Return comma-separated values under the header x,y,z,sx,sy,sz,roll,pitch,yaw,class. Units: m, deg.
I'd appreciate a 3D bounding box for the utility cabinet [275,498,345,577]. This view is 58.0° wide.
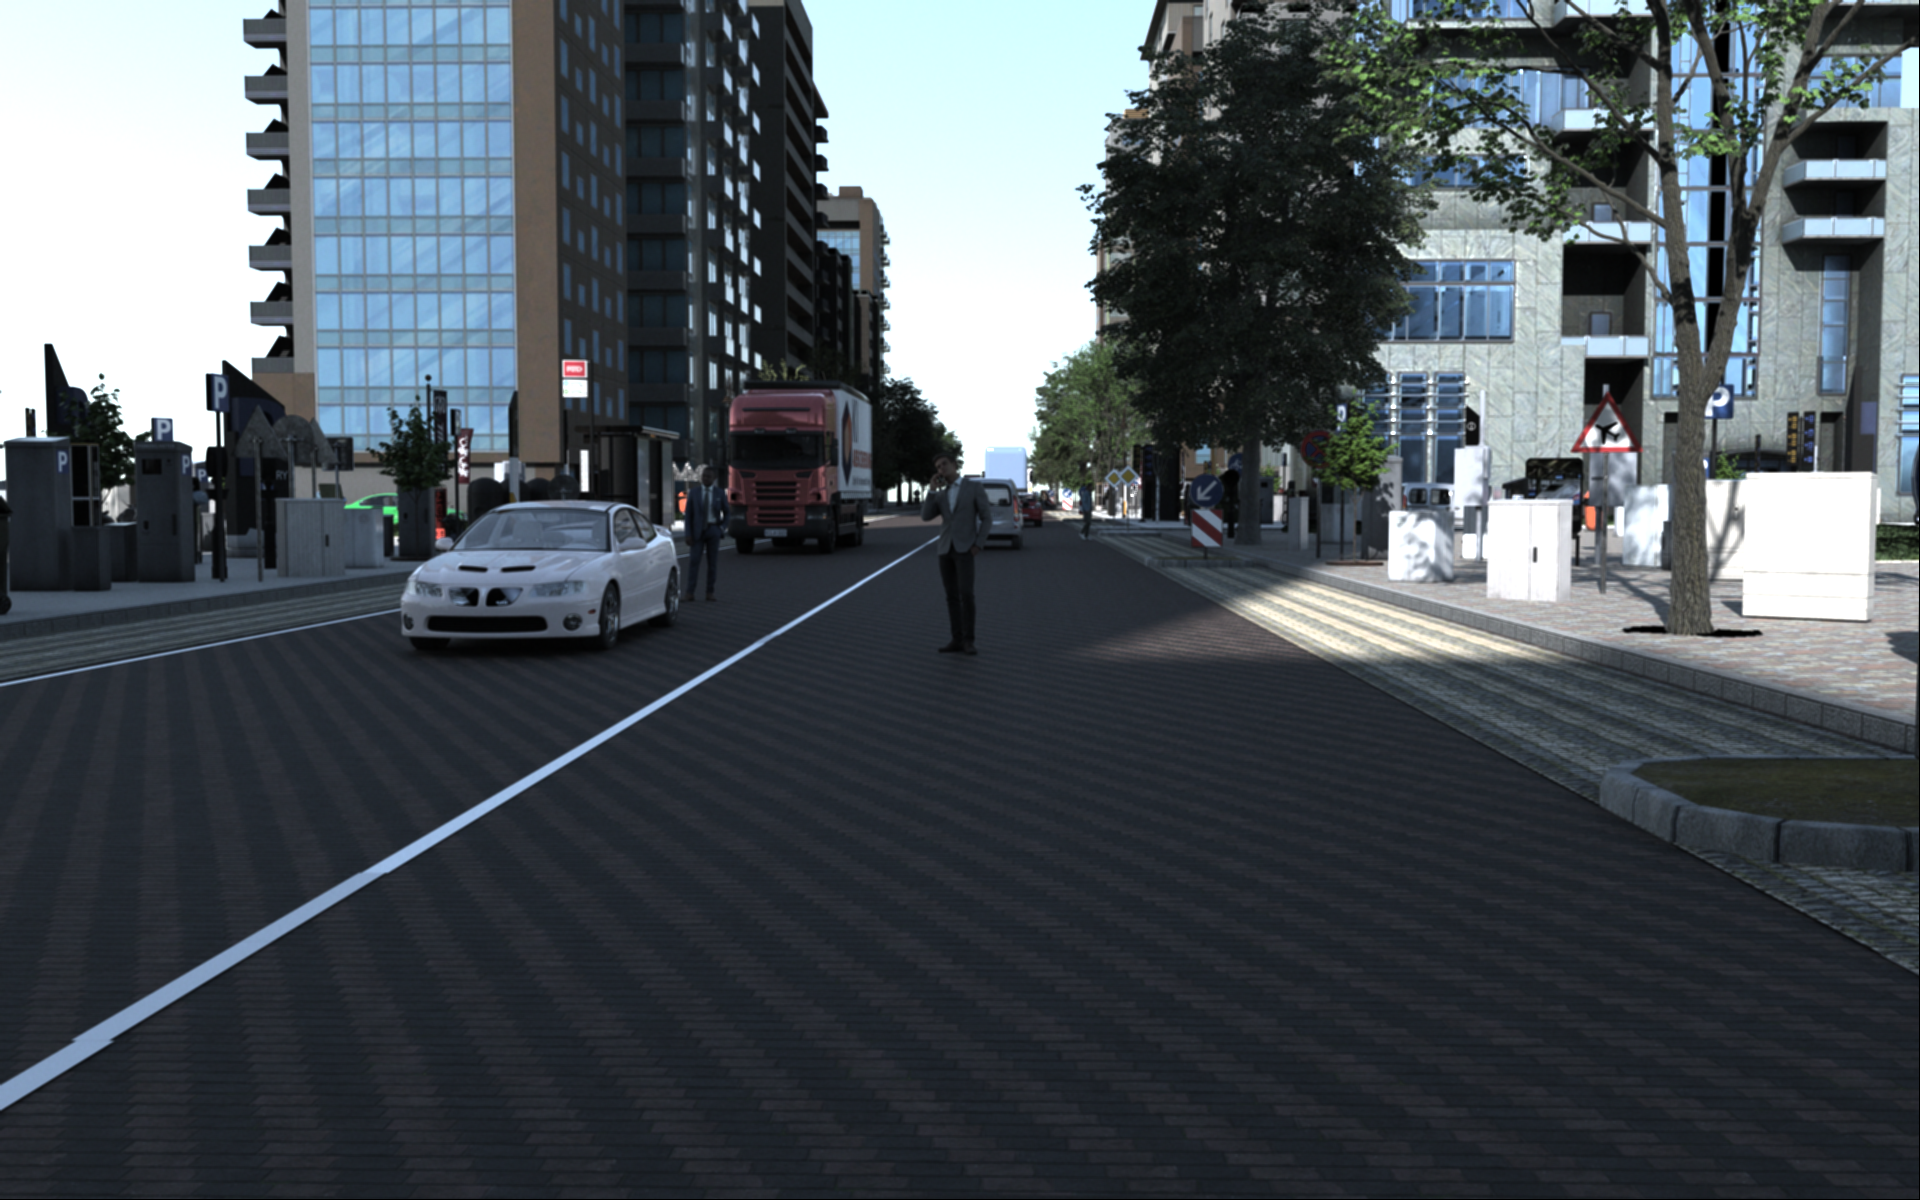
x,y,z,sx,sy,sz,roll,pitch,yaw,class
-10.153,-0.975,27.105,0.306,1.237,1.020,3,4,37,utility cabinet

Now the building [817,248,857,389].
x,y,z,sx,sy,sz,roll,pitch,yaw,class
-20.070,-26.276,201.317,14.160,30.474,14.107,0,4,2,building

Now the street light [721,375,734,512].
x,y,z,sx,sy,sz,roll,pitch,yaw,class
-8.970,-5.800,67.612,0.468,5.910,1.993,0,4,2,street light

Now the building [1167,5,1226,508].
x,y,z,sx,sy,sz,roll,pitch,yaw,class
26.669,-31.219,160.537,14.600,45.320,14.200,0,4,2,building

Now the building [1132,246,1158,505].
x,y,z,sx,sy,sz,roll,pitch,yaw,class
27.059,-26.353,202.568,14.160,30.474,14.107,0,4,2,building

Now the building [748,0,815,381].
x,y,z,sx,sy,sz,roll,pitch,yaw,class
-24.779,-32.421,153.789,21.300,48.544,21.600,0,4,2,building

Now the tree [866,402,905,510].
x,y,z,sx,sy,sz,roll,pitch,yaw,class
-6.813,-11.615,140.269,4.360,8.622,3.978,0,3,0,tree

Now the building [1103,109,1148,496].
x,y,z,sx,sy,sz,roll,pitch,yaw,class
33.083,-44.594,271.115,21.231,58.520,28.212,0,4,2,building

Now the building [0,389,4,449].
x,y,z,sx,sy,sz,roll,pitch,yaw,class
-65.822,-33.244,85.545,28.212,58.520,21.231,0,4,2,building

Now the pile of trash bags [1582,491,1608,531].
x,y,z,sx,sy,sz,roll,pitch,yaw,class
15.852,-1.807,39.289,3.447,1.369,1.912,0,4,1,pile of trash bags

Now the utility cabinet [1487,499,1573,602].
x,y,z,sx,sy,sz,roll,pitch,yaw,class
6.909,-0.605,21.051,0.306,1.237,1.020,-3,4,-36,utility cabinet

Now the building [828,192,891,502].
x,y,z,sx,sy,sz,roll,pitch,yaw,class
-22.631,-40.244,277.603,23.786,49.044,30.456,0,4,2,building

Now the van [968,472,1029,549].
x,y,z,sx,sy,sz,roll,pitch,yaw,class
0.844,-2.406,46.356,2.013,2.044,4.112,0,4,3,van

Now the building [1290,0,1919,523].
x,y,z,sx,sy,sz,roll,pitch,yaw,class
32.223,-47.134,83.315,31.000,86.520,22.319,0,4,2,building

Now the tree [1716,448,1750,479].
x,y,z,sx,sy,sz,roll,pitch,yaw,class
31.756,-4.748,72.230,1.663,3.219,1.824,0,3,0,tree

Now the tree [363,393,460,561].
x,y,z,sx,sy,sz,roll,pitch,yaw,class
-10.423,-2.370,33.355,1.663,3.219,1.824,0,3,0,tree

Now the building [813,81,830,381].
x,y,z,sx,sy,sz,roll,pitch,yaw,class
-25.281,-32.081,179.156,22.147,44.769,28.867,0,4,2,building

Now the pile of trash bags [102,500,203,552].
x,y,z,sx,sy,sz,roll,pitch,yaw,class
-17.878,-1.649,36.712,1.912,1.369,3.447,1,4,16,pile of trash bags

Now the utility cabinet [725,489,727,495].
x,y,z,sx,sy,sz,roll,pitch,yaw,class
-9.872,-4.199,77.330,1.173,1.500,0.318,0,4,-1,utility cabinet

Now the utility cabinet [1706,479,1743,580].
x,y,z,sx,sy,sz,roll,pitch,yaw,class
11.367,-1.039,25.667,1.173,1.500,0.318,1,4,15,utility cabinet

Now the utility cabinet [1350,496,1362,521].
x,y,z,sx,sy,sz,roll,pitch,yaw,class
16.351,-3.612,70.215,1.020,1.237,0.306,0,4,-1,utility cabinet

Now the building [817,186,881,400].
x,y,z,sx,sy,sz,roll,pitch,yaw,class
-19.094,-37.016,255.318,14.600,45.320,14.200,0,4,2,building

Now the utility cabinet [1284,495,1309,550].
x,y,z,sx,sy,sz,roll,pitch,yaw,class
7.787,-1.758,39.902,0.306,1.237,1.020,1,4,22,utility cabinet

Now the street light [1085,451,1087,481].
x,y,z,sx,sy,sz,roll,pitch,yaw,class
10.225,-10.301,141.212,0.468,5.910,1.993,0,4,2,street light

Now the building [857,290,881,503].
x,y,z,sx,sy,sz,roll,pitch,yaw,class
-18.536,-28.725,241.347,14.160,30.474,14.107,0,4,2,building

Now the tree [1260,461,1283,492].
x,y,z,sx,sy,sz,roll,pitch,yaw,class
17.836,-6.423,99.615,1.663,3.219,1.824,0,3,0,tree

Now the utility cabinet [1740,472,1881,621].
x,y,z,sx,sy,sz,roll,pitch,yaw,class
8.670,-0.551,17.682,1.173,1.500,0.318,3,5,39,utility cabinet

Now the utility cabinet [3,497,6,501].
x,y,z,sx,sy,sz,roll,pitch,yaw,class
-19.572,-1.531,36.198,0.306,1.237,1.020,0,4,1,utility cabinet

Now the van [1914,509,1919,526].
x,y,z,sx,sy,sz,roll,pitch,yaw,class
37.460,-3.568,62.718,5.245,2.365,2.240,0,4,1,van

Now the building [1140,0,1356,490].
x,y,z,sx,sy,sz,roll,pitch,yaw,class
34.023,-36.188,180.914,28.713,52.752,27.495,0,4,2,building

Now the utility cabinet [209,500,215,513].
x,y,z,sx,sy,sz,roll,pitch,yaw,class
-25.529,-2.923,58.960,0.306,1.237,1.020,-2,4,-32,utility cabinet

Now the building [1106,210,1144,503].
x,y,z,sx,sy,sz,roll,pitch,yaw,class
28.194,-34.683,250.667,14.154,41.232,14.086,0,4,2,building

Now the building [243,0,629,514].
x,y,z,sx,sy,sz,roll,pitch,yaw,class
-24.687,-26.537,83.991,14.600,45.320,14.200,0,4,2,building

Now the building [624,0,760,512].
x,y,z,sx,sy,sz,roll,pitch,yaw,class
-26.220,-30.674,121.132,23.786,49.044,30.456,0,4,2,building

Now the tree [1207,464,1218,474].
x,y,z,sx,sy,sz,roll,pitch,yaw,class
16.424,-7.095,110.600,1.663,3.219,1.824,0,3,0,tree

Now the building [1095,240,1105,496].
x,y,z,sx,sy,sz,roll,pitch,yaw,class
30.144,-39.318,292.966,14.600,45.320,14.200,0,4,2,building

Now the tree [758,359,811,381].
x,y,z,sx,sy,sz,roll,pitch,yaw,class
-9.623,-8.744,93.320,4.737,8.622,4.395,0,3,0,tree

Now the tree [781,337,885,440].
x,y,z,sx,sy,sz,roll,pitch,yaw,class
-8.324,-10.375,104.043,8.767,10.594,7.601,2,4,34,tree

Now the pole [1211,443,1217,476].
x,y,z,sx,sy,sz,roll,pitch,yaw,class
9.897,-4.507,67.529,0.158,3.312,0.155,0,3,0,pole

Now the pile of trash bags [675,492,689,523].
x,y,z,sx,sy,sz,roll,pitch,yaw,class
-13.454,-4.069,76.277,3.447,1.369,1.912,-2,4,-31,pile of trash bags

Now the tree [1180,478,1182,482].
x,y,z,sx,sy,sz,roll,pitch,yaw,class
11.432,-6.294,97.506,1.663,3.219,1.824,0,3,0,tree

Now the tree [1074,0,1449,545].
x,y,z,sx,sy,sz,roll,pitch,yaw,class
7.321,-8.387,43.779,9.857,13.997,8.962,0,3,0,tree

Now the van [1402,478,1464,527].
x,y,z,sx,sy,sz,roll,pitch,yaw,class
17.826,-3.400,62.604,4.112,2.044,2.013,0,4,2,van

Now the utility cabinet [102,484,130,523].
x,y,z,sx,sy,sz,roll,pitch,yaw,class
-19.248,-1.872,39.289,1.173,1.500,0.318,3,5,39,utility cabinet

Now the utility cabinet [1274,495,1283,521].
x,y,z,sx,sy,sz,roll,pitch,yaw,class
15.714,-4.408,83.235,0.306,1.237,1.020,-3,4,-36,utility cabinet

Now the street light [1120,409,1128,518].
x,y,z,sx,sy,sz,roll,pitch,yaw,class
8.731,-7.315,92.389,0.468,5.910,1.993,0,4,2,street light
